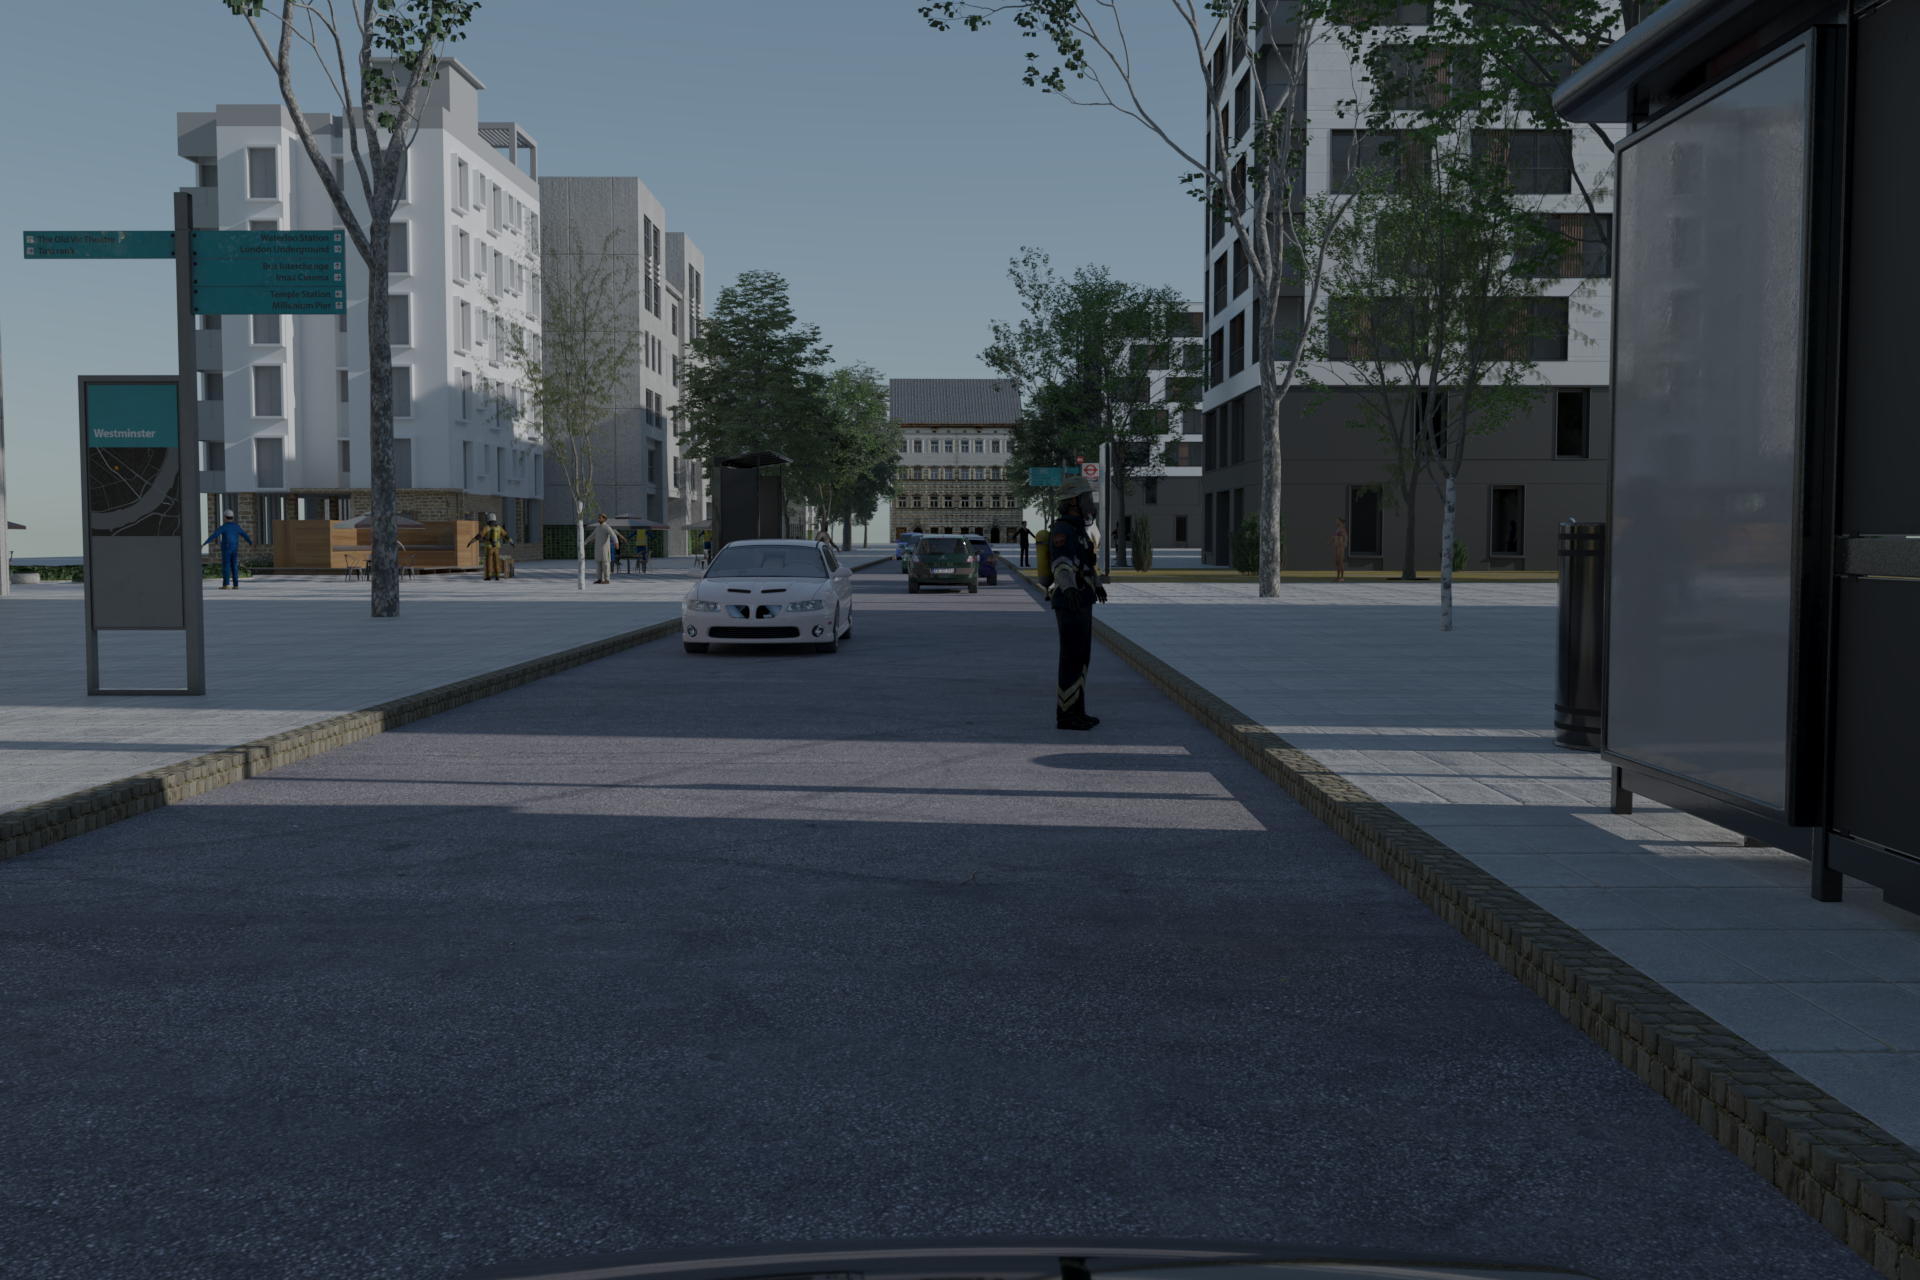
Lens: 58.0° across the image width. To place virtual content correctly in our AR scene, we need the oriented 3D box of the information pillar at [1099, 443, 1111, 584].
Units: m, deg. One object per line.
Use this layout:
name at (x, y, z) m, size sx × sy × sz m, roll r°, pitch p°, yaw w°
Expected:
information pillar at (3.791, -3.301, 45.289) m, size 0.184 × 3.620 × 1.656 m, roll 0°, pitch 4°, yaw 0°

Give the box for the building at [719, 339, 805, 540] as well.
building at (-26.550, -21.439, 181.448) m, size 19.493 × 23.208 × 18.063 m, roll 0°, pitch 4°, yaw 1°

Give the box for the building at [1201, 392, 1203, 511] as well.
building at (23.383, -16.696, 129.399) m, size 16.016 × 20.090 × 11.380 m, roll 0°, pitch 4°, yaw 0°

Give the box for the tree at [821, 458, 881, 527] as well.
tree at (-15.625, -20.426, 240.613) m, size 9.857 × 13.997 × 8.962 m, roll 0°, pitch 3°, yaw 0°

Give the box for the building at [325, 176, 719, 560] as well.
building at (-24.477, -14.386, 101.671) m, size 16.747 × 18.905 × 31.486 m, roll 0°, pitch 4°, yaw -1°

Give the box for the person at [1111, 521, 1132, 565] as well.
person at (6.697, -4.055, 72.439) m, size 1.345 × 1.843 × 0.704 m, roll 0°, pitch 4°, yaw 7°

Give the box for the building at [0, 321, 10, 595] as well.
building at (-28.517, -9.412, 20.341) m, size 16.747 × 18.905 × 31.486 m, roll 0°, pitch 4°, yaw 0°

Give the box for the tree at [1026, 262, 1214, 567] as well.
tree at (6.175, -8.655, 67.265) m, size 9.928 × 11.665 × 9.643 m, roll 0°, pitch 3°, yaw 0°

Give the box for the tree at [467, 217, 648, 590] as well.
tree at (-8.574, -5.480, 39.967) m, size 4.360 × 8.622 × 3.978 m, roll 0°, pitch 3°, yaw 0°

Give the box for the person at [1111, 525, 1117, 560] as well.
person at (7.721, -4.831, 85.127) m, size 0.704 × 1.812 × 1.346 m, roll 1°, pitch 4°, yaw 21°

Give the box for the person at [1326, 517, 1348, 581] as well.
person at (10.251, -2.465, 47.111) m, size 0.721 × 1.733 × 1.217 m, roll -1°, pitch 4°, yaw -12°

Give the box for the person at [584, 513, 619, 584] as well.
person at (-9.223, -2.354, 44.579) m, size 1.344 × 1.819 × 0.704 m, roll 2°, pitch 4°, yaw 35°

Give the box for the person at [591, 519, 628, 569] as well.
person at (-12.834, -3.518, 63.368) m, size 1.347 × 1.847 × 0.705 m, roll 0°, pitch 4°, yaw -5°

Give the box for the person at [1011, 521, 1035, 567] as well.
person at (2.538, -3.762, 67.699) m, size 1.347 × 1.806 × 0.705 m, roll -2°, pitch 4°, yaw -28°

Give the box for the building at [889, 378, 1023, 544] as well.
building at (-0.859, -25.072, 243.308) m, size 18.063 × 23.208 × 19.493 m, roll 0°, pitch 4°, yaw -3°

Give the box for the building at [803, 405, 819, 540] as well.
building at (-26.858, -20.909, 208.322) m, size 16.747 × 18.905 × 31.486 m, roll 0°, pitch 4°, yaw 1°

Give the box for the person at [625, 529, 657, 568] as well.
person at (-12.061, -3.612, 65.522) m, size 1.216 × 1.772 × 0.721 m, roll -1°, pitch 4°, yaw -13°

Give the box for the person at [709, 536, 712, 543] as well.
person at (-10.005, -4.074, 72.883) m, size 1.348 × 1.796 × 0.705 m, roll 2°, pitch 4°, yaw 24°

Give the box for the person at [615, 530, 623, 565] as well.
person at (-14.284, -4.068, 72.447) m, size 0.705 × 1.837 × 1.347 m, roll -1°, pitch 4°, yaw -18°

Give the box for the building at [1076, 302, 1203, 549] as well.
building at (25.069, -19.877, 168.965) m, size 27.936 × 21.610 × 32.646 m, roll 0°, pitch 4°, yaw 1°

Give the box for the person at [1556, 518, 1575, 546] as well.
person at (20.176, -3.132, 57.336) m, size 0.704 × 1.817 × 1.347 m, roll -1°, pitch 4°, yaw -10°

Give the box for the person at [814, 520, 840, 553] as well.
person at (-3.771, -2.437, 48.430) m, size 0.705 × 1.813 × 1.348 m, roll 2°, pitch 4°, yaw 26°

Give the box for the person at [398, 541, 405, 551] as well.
person at (-16.430, -2.481, 49.831) m, size 0.991 × 1.433 × 0.599 m, roll -3°, pitch 5°, yaw -39°

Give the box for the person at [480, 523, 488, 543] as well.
person at (-18.729, -3.785, 68.614) m, size 0.721 × 1.740 × 1.216 m, roll -2°, pitch 4°, yaw -35°

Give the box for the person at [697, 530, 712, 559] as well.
person at (-12.114, -4.727, 83.261) m, size 1.349 × 1.833 × 0.705 m, roll -3°, pitch 5°, yaw -42°

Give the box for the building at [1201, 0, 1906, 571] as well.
building at (24.220, -14.166, 75.590) m, size 27.936 × 21.610 × 32.646 m, roll 0°, pitch 3°, yaw 0°

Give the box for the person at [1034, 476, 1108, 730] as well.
person at (0.873, -0.278, 12.784) m, size 0.705 × 1.856 × 1.354 m, roll 1°, pitch 4°, yaw 13°

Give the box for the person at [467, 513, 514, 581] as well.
person at (-12.866, -2.558, 47.589) m, size 1.354 × 1.858 × 0.705 m, roll -3°, pitch 4°, yaw -36°

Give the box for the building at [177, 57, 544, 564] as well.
building at (-25.102, -13.074, 70.185) m, size 16.016 × 20.090 × 11.380 m, roll 0°, pitch 4°, yaw 1°

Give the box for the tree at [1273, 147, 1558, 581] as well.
tree at (12.462, -7.474, 47.949) m, size 9.928 × 11.665 × 9.643 m, roll 0°, pitch 3°, yaw 0°

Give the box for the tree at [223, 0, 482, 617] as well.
tree at (-10.406, -10.420, 26.259) m, size 12.611 × 20.169 × 13.585 m, roll 0°, pitch 3°, yaw 0°

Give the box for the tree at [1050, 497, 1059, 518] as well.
tree at (16.067, -19.678, 239.863) m, size 7.486 × 12.596 × 7.792 m, roll 0°, pitch 3°, yaw 0°

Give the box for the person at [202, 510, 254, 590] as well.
person at (-16.898, -2.088, 40.023) m, size 0.705 × 1.842 × 1.347 m, roll 3°, pitch 4°, yaw 36°

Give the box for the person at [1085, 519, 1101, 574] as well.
person at (2.925, -2.034, 40.026) m, size 0.721 × 1.736 × 1.217 m, roll 2°, pitch 4°, yaw 34°
